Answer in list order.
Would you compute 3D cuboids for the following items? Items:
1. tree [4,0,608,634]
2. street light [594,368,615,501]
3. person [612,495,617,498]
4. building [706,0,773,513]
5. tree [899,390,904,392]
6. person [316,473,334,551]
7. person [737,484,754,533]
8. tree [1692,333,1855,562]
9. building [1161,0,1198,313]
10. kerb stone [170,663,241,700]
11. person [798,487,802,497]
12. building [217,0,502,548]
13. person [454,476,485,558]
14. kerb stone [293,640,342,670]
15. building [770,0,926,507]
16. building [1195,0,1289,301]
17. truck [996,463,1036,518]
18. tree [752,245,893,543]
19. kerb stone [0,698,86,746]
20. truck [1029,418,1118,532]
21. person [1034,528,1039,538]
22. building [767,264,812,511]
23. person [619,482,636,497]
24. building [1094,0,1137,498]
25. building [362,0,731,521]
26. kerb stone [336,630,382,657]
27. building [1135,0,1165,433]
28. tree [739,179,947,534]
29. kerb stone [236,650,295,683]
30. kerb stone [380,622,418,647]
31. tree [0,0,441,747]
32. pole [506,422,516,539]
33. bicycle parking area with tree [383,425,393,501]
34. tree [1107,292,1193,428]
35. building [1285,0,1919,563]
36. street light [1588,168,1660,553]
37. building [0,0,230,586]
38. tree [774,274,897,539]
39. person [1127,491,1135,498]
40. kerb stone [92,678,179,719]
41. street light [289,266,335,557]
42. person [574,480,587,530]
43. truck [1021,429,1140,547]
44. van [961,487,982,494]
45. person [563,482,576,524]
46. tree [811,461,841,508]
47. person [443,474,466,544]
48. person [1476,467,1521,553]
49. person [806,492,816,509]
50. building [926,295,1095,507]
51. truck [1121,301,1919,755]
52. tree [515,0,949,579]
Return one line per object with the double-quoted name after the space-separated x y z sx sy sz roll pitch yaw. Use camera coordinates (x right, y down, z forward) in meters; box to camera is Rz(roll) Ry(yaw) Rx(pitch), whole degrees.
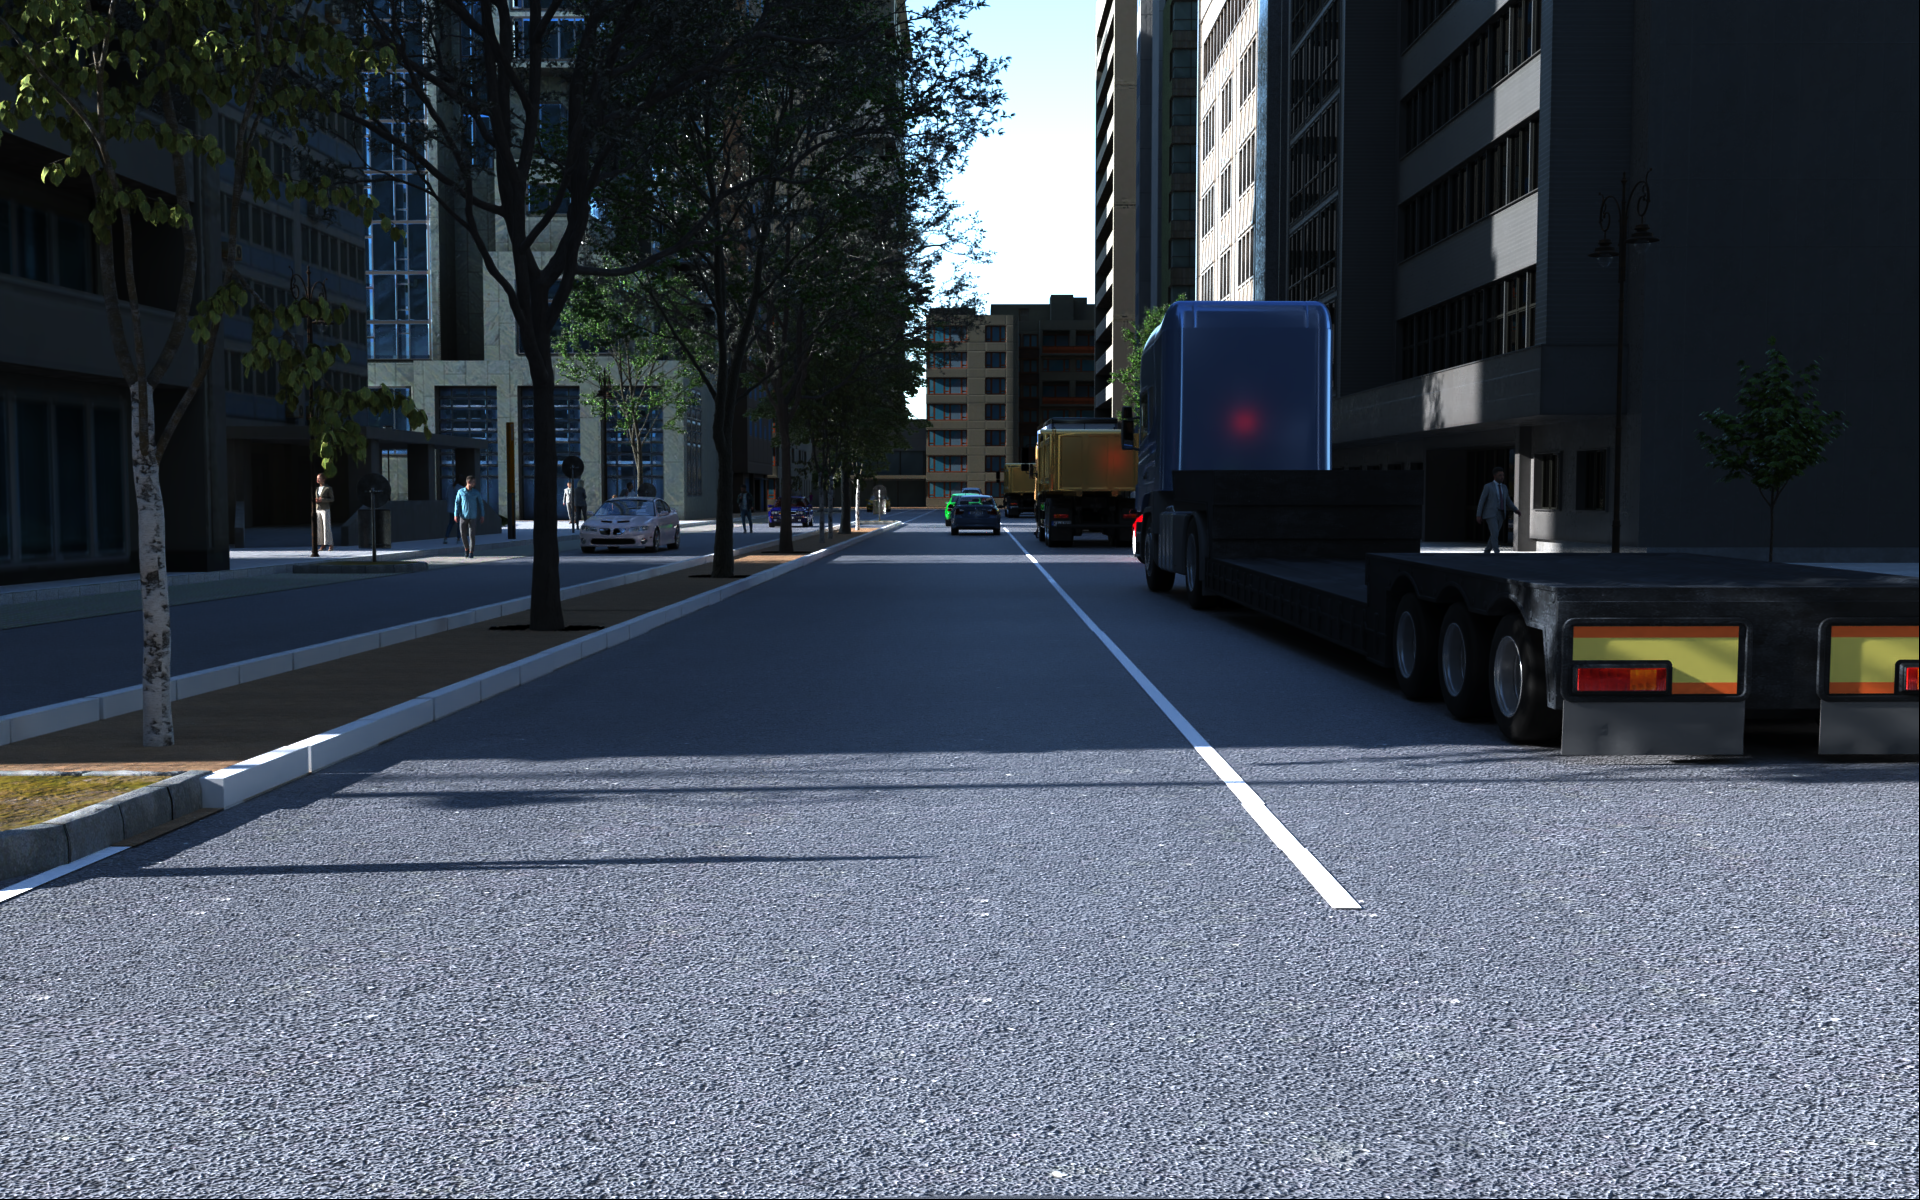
-4.308 -6.410 17.633 12.009 13.543 11.850 0 3 0 "tree"
-13.000 -5.550 63.529 0.468 5.910 1.993 0 4 0 "street light"
-14.575 -3.833 73.401 0.332 1.250 0.352 1 4 10 "person"
-20.888 -28.770 120.500 14.600 45.320 14.200 0 4 0 "building"
-4.044 -7.055 68.173 4.360 8.622 3.978 0 3 0 "tree"
-14.419 -1.990 39.121 0.519 1.759 0.362 1 4 19 "person"
-7.843 -3.334 63.360 0.623 1.781 0.721 -1 4 -9 "person"
9.756 -1.620 21.085 1.663 3.219 1.824 0 3 0 "tree"
18.463 -20.101 100.352 14.160 30.474 14.107 0 4 0 "building"
-5.460 0.596 12.458 0.120 0.150 1.000 0 4 0 "kerb stone"
-12.542 -7.924 135.583 0.705 1.826 1.348 0 4 7 "person"
-31.119 -21.812 48.504 32.217 40.220 23.993 0 4 0 "building"
-10.922 -1.853 38.654 0.638 1.841 0.748 0 4 -2 "person"
-5.439 0.471 14.503 0.120 0.150 1.000 0 4 0 "kerb stone"
-16.928 -36.149 180.277 27.495 52.752 28.713 0 4 0 "building"
17.106 -15.547 72.213 12.078 24.808 19.932 0 4 0 "building"
4.083 -6.820 107.438 3.469 3.379 9.791 0 4 -1 "truck"
-3.972 -5.933 49.831 4.737 8.622 4.395 0 3 0 "tree"
-5.480 0.723 10.399 0.120 0.150 1.000 0 4 0 "kerb stone"
4.442 -4.901 69.051 2.839 4.237 11.283 0 4 -1 "truck"
2.694 -2.922 56.295 0.654 1.822 0.581 0 4 -8 "person"
-28.033 -18.260 143.588 28.899 21.520 27.650 0 4 0 "building"
-11.065 -2.997 57.594 0.679 1.850 0.850 -3 4 -37 "person"
22.754 -31.929 145.747 21.300 48.544 21.600 0 4 0 "building"
-24.365 -47.954 96.712 22.319 86.520 31.000 0 4 0 "building"
-5.439 0.408 15.525 0.120 0.150 1.000 0 4 0 "kerb stone"
22.857 -35.387 120.582 21.231 58.520 28.212 0 4 0 "building"
-4.202 -8.652 62.042 7.486 12.596 7.792 0 3 0 "tree"
-5.453 0.533 13.481 0.120 0.150 1.000 0 4 0 "kerb stone"
-5.427 0.345 16.556 0.120 0.150 1.000 0 4 0 "kerb stone"
-4.507 -3.456 9.326 4.737 8.622 4.395 0 3 0 "tree"
-12.780 -3.391 49.283 0.158 3.312 0.155 0 3 0 "pole"
-26.513 -5.214 72.256 8.231 4.147 9.016 1 4 13 "bicycle parking area with tree"
11.471 -9.921 87.969 9.928 11.665 9.643 0 3 0 "tree"
18.254 -13.906 46.430 14.314 24.678 30.058 0 4 0 "building"
9.520 -3.193 24.995 0.468 5.910 1.993 0 4 0 "street light"
-23.096 -24.082 17.446 21.300 48.544 21.600 0 4 0 "building"
-4.133 -6.253 55.050 4.360 8.622 3.978 0 3 0 "tree"
6.728 -3.610 67.408 0.818 1.842 0.514 -2 4 -31 "person"
-5.466 0.658 11.435 0.120 0.150 1.000 0 4 0 "kerb stone"
-13.195 -3.821 35.256 0.468 5.910 1.993 0 4 0 "street light"
-13.668 -3.442 62.509 0.537 1.800 0.526 2 4 33 "person"
3.623 -3.331 50.391 3.469 3.379 9.791 0 3 0 "truck"
0.763 -6.623 115.300 2.013 2.044 4.112 0 4 1 "van"
-16.944 -4.236 75.425 0.709 1.813 0.853 0 4 -3 "person"
-12.353 -10.773 159.852 4.285 4.588 4.351 0 3 0 "tree"
-13.044 -2.351 44.747 0.793 1.790 0.793 -1 4 -20 "person"
10.096 -1.610 32.647 0.678 1.792 0.850 -1 4 -23 "person"
-12.796 -8.515 148.494 0.991 1.433 0.599 1 4 14 "person"
11.268 -20.547 180.982 28.899 21.520 27.650 0 4 0 "building"
4.138 -1.750 18.375 2.967 4.110 18.799 0 4 -1 "truck"
-3.935 -6.171 29.115 9.928 11.665 9.643 0 3 0 "tree"
